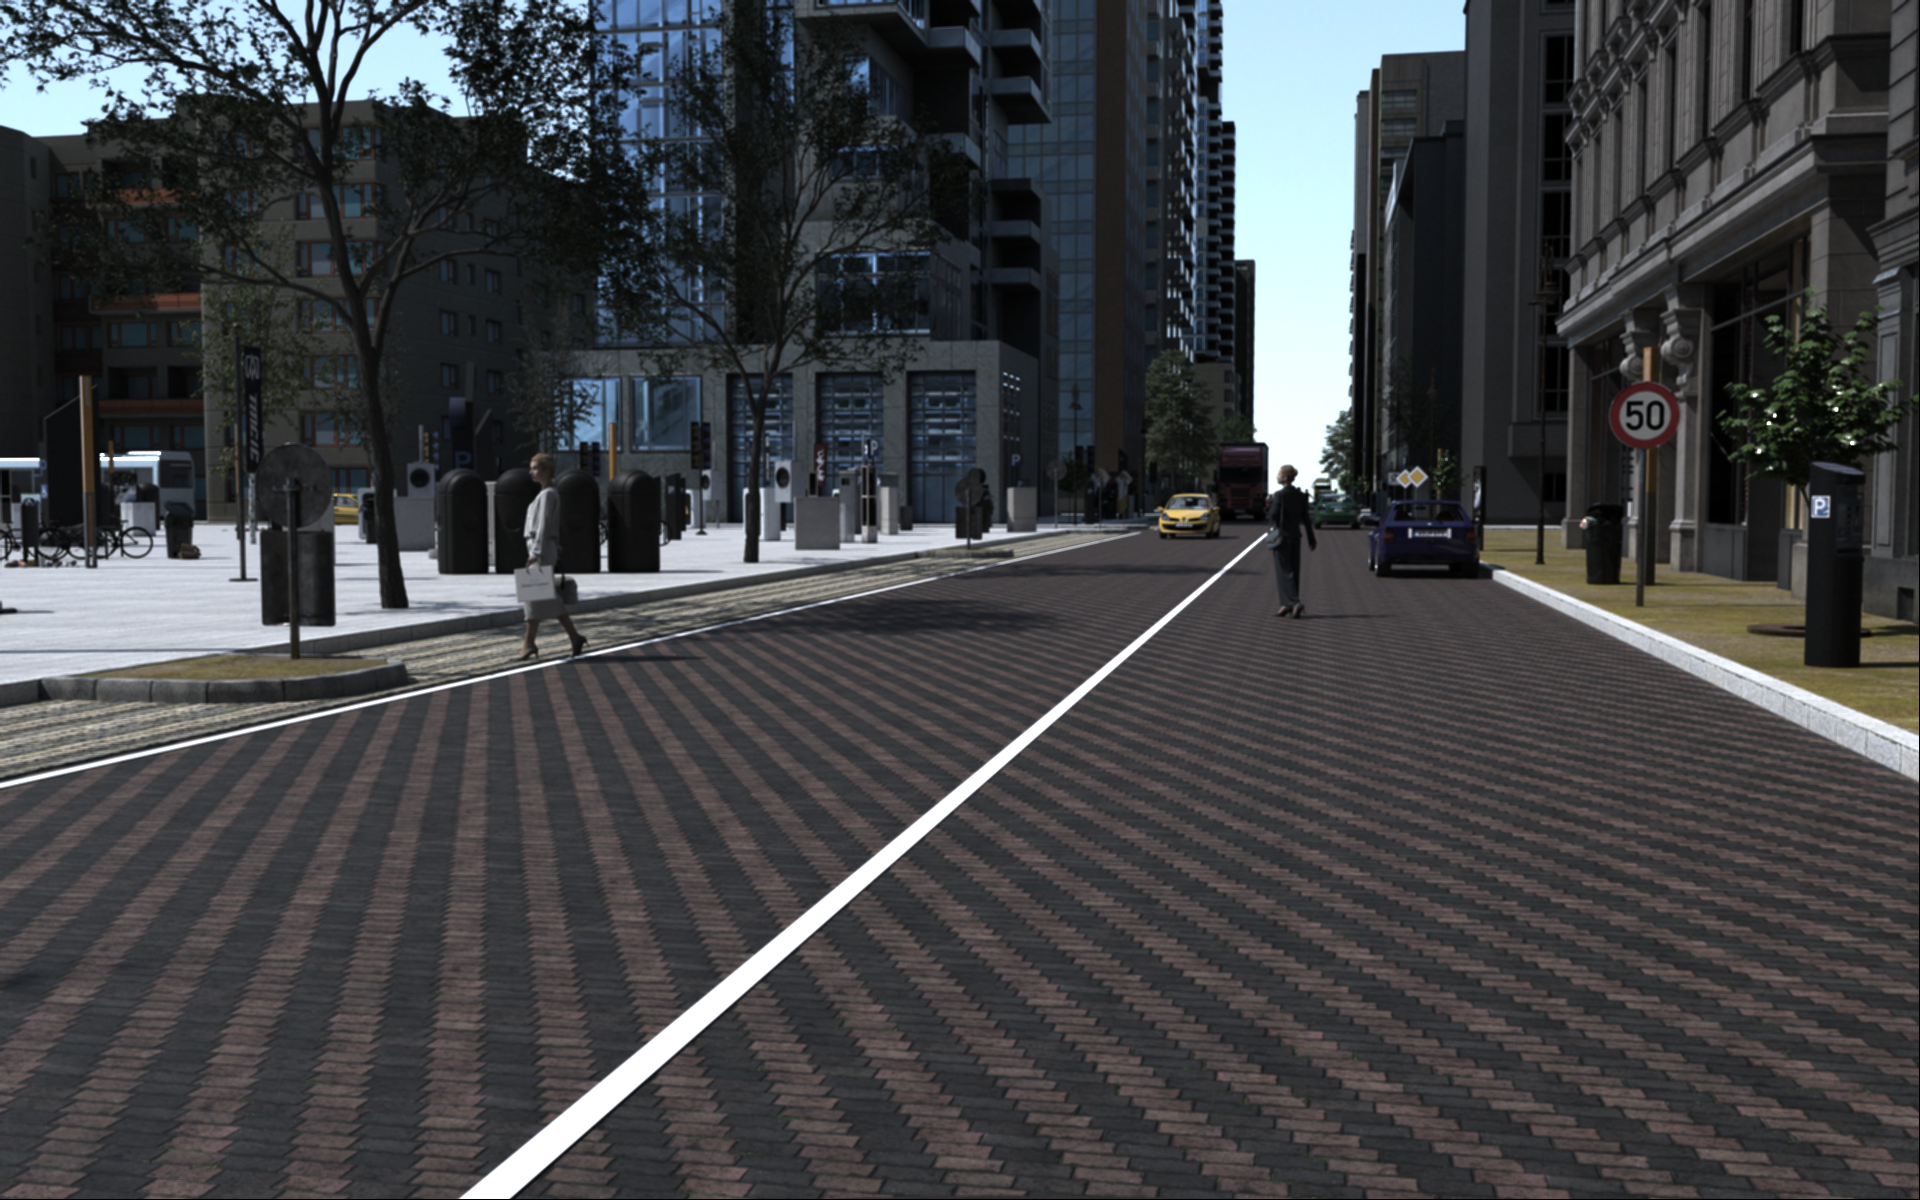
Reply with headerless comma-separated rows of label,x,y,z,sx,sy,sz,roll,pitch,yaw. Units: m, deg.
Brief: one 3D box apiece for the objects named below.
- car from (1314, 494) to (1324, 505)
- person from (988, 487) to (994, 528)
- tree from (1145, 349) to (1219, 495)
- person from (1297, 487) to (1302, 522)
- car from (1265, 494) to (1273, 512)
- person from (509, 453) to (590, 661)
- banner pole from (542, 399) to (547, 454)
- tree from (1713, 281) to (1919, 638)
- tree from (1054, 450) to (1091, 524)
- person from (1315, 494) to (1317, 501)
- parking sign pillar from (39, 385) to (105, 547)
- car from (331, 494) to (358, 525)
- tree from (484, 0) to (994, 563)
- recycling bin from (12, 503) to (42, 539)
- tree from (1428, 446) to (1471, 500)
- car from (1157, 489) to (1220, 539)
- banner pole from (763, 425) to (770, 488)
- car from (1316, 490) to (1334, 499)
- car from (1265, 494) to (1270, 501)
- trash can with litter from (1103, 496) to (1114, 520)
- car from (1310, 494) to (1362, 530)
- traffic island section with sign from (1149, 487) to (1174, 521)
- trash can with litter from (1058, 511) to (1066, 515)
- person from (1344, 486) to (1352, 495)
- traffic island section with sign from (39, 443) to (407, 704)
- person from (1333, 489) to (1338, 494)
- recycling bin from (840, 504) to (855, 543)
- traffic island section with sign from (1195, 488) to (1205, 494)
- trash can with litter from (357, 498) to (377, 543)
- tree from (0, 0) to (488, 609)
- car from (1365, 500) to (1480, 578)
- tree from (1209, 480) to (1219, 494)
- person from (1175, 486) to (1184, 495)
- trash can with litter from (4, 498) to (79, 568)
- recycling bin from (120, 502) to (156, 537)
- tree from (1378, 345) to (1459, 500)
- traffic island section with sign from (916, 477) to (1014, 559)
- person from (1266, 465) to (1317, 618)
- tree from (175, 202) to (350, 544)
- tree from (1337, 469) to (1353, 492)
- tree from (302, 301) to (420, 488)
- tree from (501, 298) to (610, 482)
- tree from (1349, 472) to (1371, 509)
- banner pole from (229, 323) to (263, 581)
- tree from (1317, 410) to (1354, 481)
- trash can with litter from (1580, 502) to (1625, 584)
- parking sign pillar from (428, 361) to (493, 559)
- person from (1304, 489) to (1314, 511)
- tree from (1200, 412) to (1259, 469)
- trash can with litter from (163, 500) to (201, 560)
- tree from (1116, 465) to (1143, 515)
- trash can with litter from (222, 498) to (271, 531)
car,34.589,-9.307,164.171,2.014,1.417,4.499,1,4,11
person,1.080,-3.757,70.023,0.694,1.812,0.767,-2,4,-33
tree,16.372,-13.318,135.877,7.486,12.596,7.792,0,3,0
person,17.490,-4.962,89.835,0.583,1.804,0.606,1,4,9
car,25.743,-8.021,140.178,2.155,1.783,4.494,1,4,13
person,-3.536,-0.369,14.883,0.624,1.780,0.694,0,4,3
banner pole,-10.942,-3.408,45.732,0.401,3.779,0.863,-1,4,-16
tree,7.796,-1.306,15.955,1.663,3.219,1.824,0,3,0
tree,4.863,-4.903,74.773,1.663,3.219,1.824,0,3,0
person,43.066,-12.082,209.265,0.599,1.433,0.991,-1,4,-10
parking sign pillar,-21.808,-3.301,42.447,1.447,3.967,1.447,3,4,37
car,-25.796,-3.890,73.828,3.980,1.641,2.015,1,4,12
tree,-3.867,-5.958,31.828,8.767,10.594,7.601,-1,4,-12
recycling bin,-26.465,-2.250,49.341,0.722,1.027,0.722,0,4,2
tree,19.359,-4.520,68.507,1.663,3.219,1.824,0,3,0
car,7.519,-2.834,56.557,2.015,1.641,3.980,1,4,13
banner pole,-7.008,-4.445,62.693,0.401,3.779,0.863,-2,4,-24
car,37.733,-10.366,178.150,2.281,1.827,5.304,1,4,13
car,28.210,-9.024,157.767,2.015,1.641,3.980,1,4,10
trash can with litter,7.391,-4.625,87.010,0.624,1.170,1.055,0,4,-5
car,15.558,-3.655,71.555,2.131,1.459,4.920,1,4,11
traffic island section with sign,11.292,-5.198,93.607,1.989,1.847,2.006,1,4,11
trash can with litter,5.408,-5.853,106.761,2.233,1.210,1.678,2,4,32
person,19.229,-4.738,85.884,0.656,1.842,0.836,3,5,39
traffic island section with sign,-5.219,-0.250,12.723,1.989,1.847,2.006,1,4,11
person,28.503,-7.528,131.391,0.447,1.846,0.655,0,4,4
recycling bin,-3.223,-2.030,45.738,0.722,1.027,0.722,1,4,15
traffic island section with sign,16.682,-6.813,120.020,1.989,1.847,2.006,1,4,11
trash can with litter,-15.229,-2.068,45.207,0.624,1.170,1.055,0,4,3
tree,-6.651,-5.196,19.371,7.601,10.594,8.767,2,4,30
car,8.268,-1.129,31.047,1.945,1.354,3.894,1,4,11
tree,30.557,-12.802,203.905,1.663,3.219,1.824,0,3,0
person,11.246,-4.890,88.419,0.573,1.828,0.580,-3,5,-43
trash can with litter,-16.369,-1.219,30.986,1.678,1.210,2.233,0,4,-8
recycling bin,-24.782,-2.427,52.235,0.722,1.027,0.722,2,4,34
tree,22.946,-8.333,86.600,4.737,8.622,4.395,0,3,0
traffic island section with sign,0.158,-1.866,39.138,1.989,1.847,2.006,1,4,11
person,3.854,-0.684,20.106,0.534,1.772,0.576,3,4,36
tree,-18.119,-5.757,44.481,4.737,8.622,4.395,0,3,0
tree,50.705,-14.813,225.907,4.285,4.588,4.351,0,3,0
tree,-22.310,-7.032,65.333,4.360,8.622,3.978,0,3,0
tree,-14.963,-6.916,63.433,4.360,8.622,3.978,0,3,0
tree,34.461,-9.420,148.623,1.663,3.219,1.824,0,3,0
banner pole,-10.559,-2.183,25.713,0.401,3.779,0.863,1,4,8
tree,52.028,-19.260,233.019,7.486,12.596,7.792,0,3,0
trash can with litter,9.159,-0.823,24.843,0.624,1.170,1.055,1,4,13
parking sign pillar,-9.913,-2.823,34.636,1.447,3.967,1.447,-1,4,-13
person,30.159,-8.723,150.751,1.348,1.869,0.705,0,4,-1
tree,34.466,-17.957,219.347,9.928,11.665,9.643,0,3,0
trash can with litter,-15.325,-1.401,34.295,0.624,1.170,1.055,-3,5,-45
tree,10.491,-6.775,105.371,1.663,3.219,1.824,0,3,0
trash can with litter,-24.490,-3.000,60.112,2.233,1.210,1.678,1,4,14
